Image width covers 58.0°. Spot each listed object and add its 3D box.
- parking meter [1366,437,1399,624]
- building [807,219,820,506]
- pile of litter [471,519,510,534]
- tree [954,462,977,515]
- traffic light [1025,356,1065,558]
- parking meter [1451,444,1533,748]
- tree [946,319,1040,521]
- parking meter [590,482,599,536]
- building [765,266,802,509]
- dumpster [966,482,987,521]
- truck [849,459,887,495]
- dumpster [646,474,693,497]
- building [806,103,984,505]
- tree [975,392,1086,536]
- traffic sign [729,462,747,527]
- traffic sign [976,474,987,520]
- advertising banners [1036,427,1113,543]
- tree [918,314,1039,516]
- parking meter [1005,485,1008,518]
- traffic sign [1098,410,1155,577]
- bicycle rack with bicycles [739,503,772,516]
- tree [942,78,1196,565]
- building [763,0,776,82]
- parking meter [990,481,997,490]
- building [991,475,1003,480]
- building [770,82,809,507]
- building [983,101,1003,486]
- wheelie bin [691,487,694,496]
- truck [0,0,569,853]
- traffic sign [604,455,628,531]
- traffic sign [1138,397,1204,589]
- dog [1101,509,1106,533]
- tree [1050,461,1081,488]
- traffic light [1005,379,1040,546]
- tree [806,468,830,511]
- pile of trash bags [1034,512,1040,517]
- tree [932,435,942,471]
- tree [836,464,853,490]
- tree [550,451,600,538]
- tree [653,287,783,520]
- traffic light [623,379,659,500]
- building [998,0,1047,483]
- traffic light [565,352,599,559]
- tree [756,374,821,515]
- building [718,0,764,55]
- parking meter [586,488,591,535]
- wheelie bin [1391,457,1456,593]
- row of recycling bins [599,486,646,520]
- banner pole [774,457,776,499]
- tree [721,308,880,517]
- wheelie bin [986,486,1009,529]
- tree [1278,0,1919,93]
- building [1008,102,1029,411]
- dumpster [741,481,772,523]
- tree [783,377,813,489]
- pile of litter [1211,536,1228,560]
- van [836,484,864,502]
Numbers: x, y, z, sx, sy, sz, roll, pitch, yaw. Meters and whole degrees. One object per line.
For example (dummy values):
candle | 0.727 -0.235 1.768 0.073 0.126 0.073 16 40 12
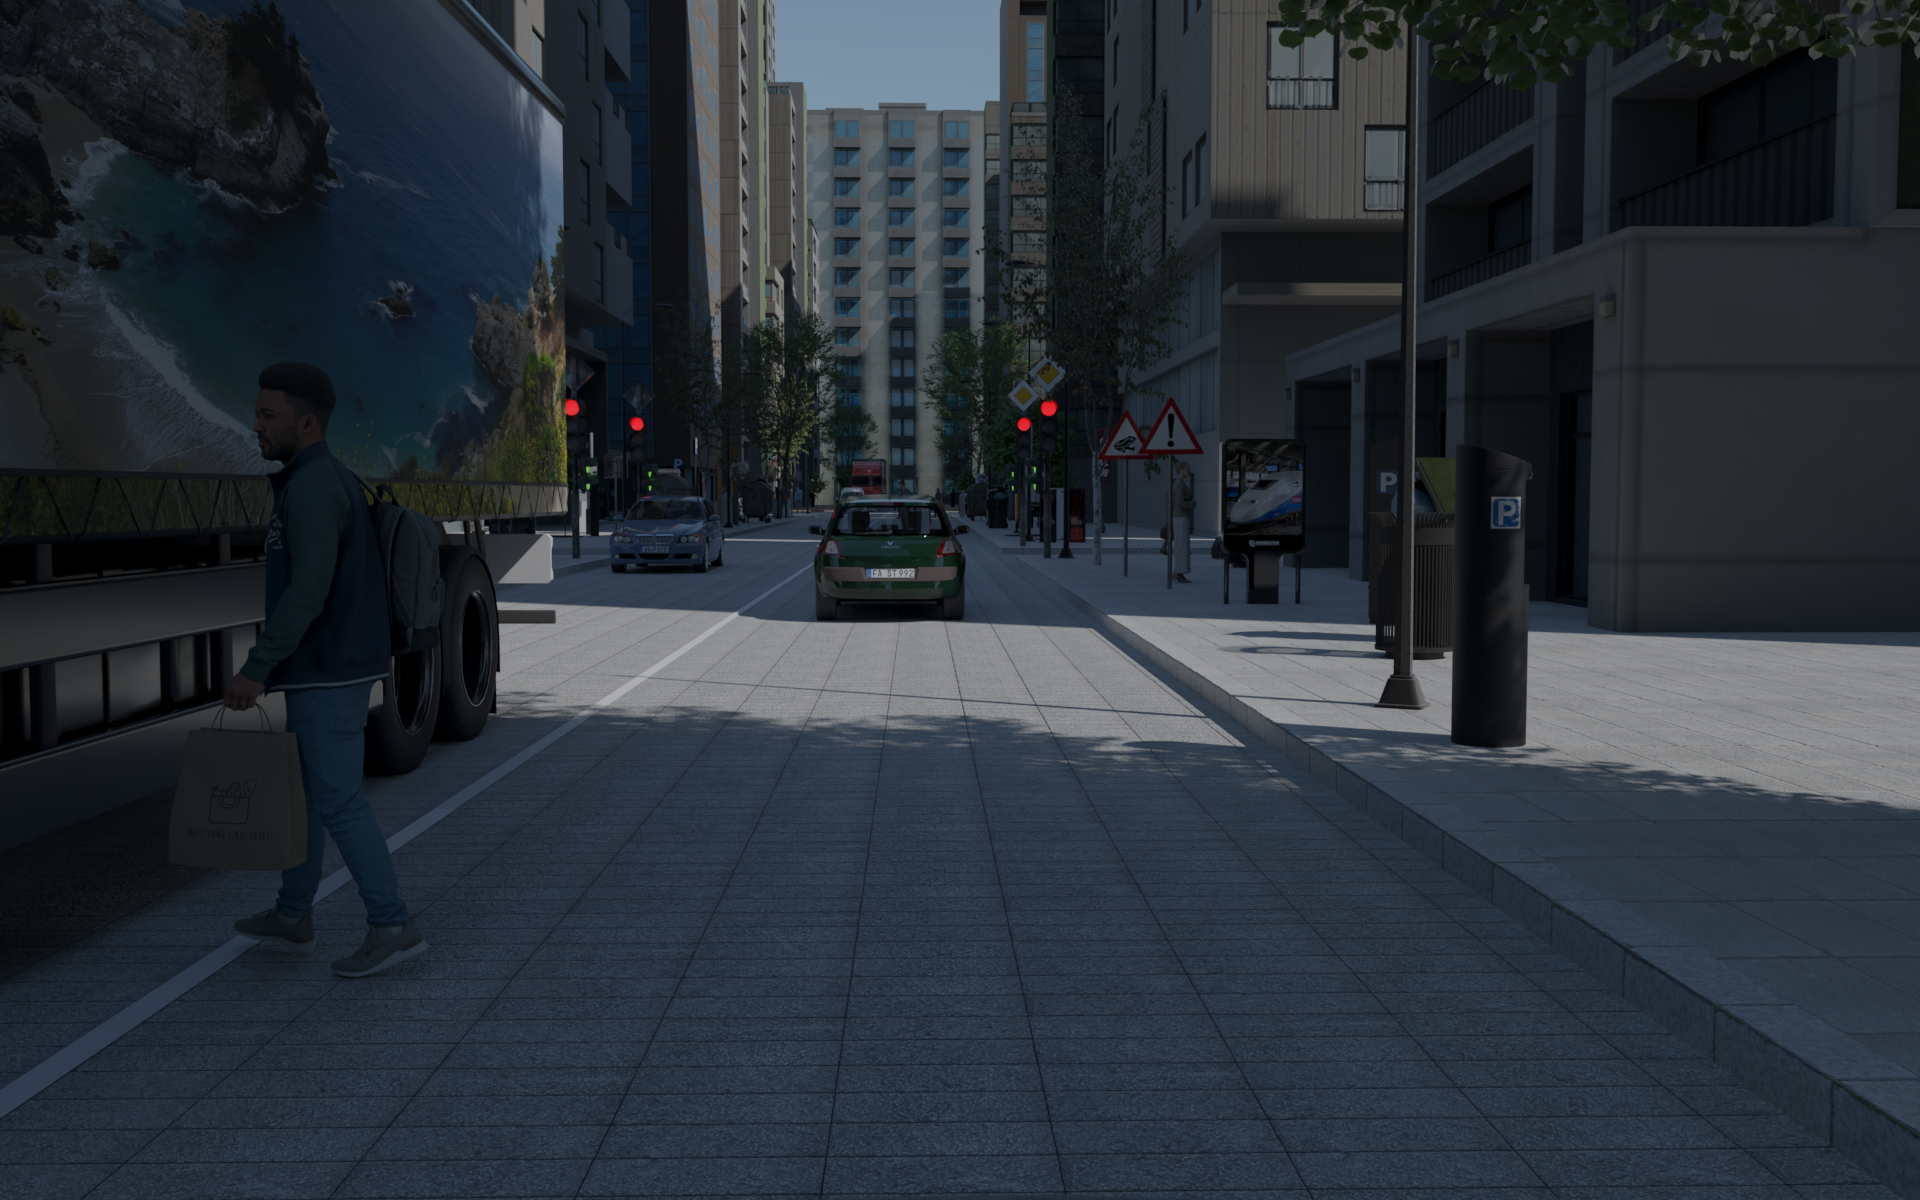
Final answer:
parking meter | 4.218 -0.699 17.142 0.399 1.863 0.255 1 4 14
building | -21.973 -25.166 183.173 14.107 30.474 14.160 0 4 -1
pile of litter | -12.990 -2.052 47.512 1.176 0.858 1.719 2 4 26
tree | 0.408 -6.786 105.559 1.663 3.219 1.824 0 3 0
traffic light | 1.732 -2.795 34.624 0.839 4.253 0.868 0 4 -1
parking meter | 2.726 -0.029 8.891 0.372 1.533 0.369 0 3 0
tree | 1.444 -7.551 73.816 4.737 8.622 4.395 0 3 0
parking meter | -11.122 -2.874 52.695 0.255 1.863 0.399 -1 4 -11
building | -28.182 -18.389 145.707 27.650 21.520 28.899 0 4 -1
dumpster | 0.960 -5.312 92.603 1.264 1.857 1.865 0 4 -1
truck | -7.275 -9.192 139.194 2.839 4.237 11.283 0 4 -1
dumpster | -8.665 -2.799 51.524 1.264 1.857 1.865 0 4 -1
building | -7.145 -36.404 214.806 30.456 49.044 23.786 0 4 -1
tree | 2.173 -4.232 52.900 4.285 4.588 4.351 0 3 0
traffic sign | -8.753 -4.158 68.095 0.768 2.556 0.104 0 4 4
traffic sign | 1.070 -5.143 86.220 0.606 2.300 0.079 0 3 0
advertising banners | 3.042 -3.024 45.631 2.074 3.025 0.090 1 4 11
tree | 1.167 -10.635 99.641 9.928 11.665 9.643 0 3 0
parking meter | 2.571 -5.362 93.378 0.255 1.863 0.399 1 4 16
traffic sign | 2.567 -1.638 26.792 0.884 2.594 0.081 0 4 4
bicycle rack with bicycles | -11.836 -5.292 99.913 2.925 0.926 2.852 -1 4 -19
tree | 2.403 -4.919 30.791 4.360 8.622 3.978 0 3 0
building | -33.545 -47.335 212.186 20.611 71.187 20.563 0 4 -1
parking meter | 1.532 -4.509 79.440 0.255 1.863 0.399 0 4 -6
building | 17.895 -28.897 164.343 32.217 40.220 23.993 0 4 -1
building | -22.115 -29.555 166.825 14.154 41.232 14.086 0 4 -1
building | 9.447 -30.583 183.631 14.154 41.232 14.086 0 4 -1
wheelie bin | -11.445 -3.949 72.467 0.980 1.594 0.693 -3 5 -41
truck | -3.931 -1.090 6.734 2.839 4.237 11.283 0 4 -1
traffic sign | -8.900 -2.611 44.818 0.606 2.300 0.079 0 4 4
traffic sign | 2.827 -1.425 23.297 0.884 2.594 0.081 0 4 0
dog | 4.493 -2.572 56.425 0.513 0.831 0.800 2 4 33
tree | 3.807 -4.597 69.769 1.663 3.219 1.824 0 3 0
traffic light | 1.536 -3.284 42.606 0.839 4.253 0.868 0 4 -1
tree | -10.769 -8.248 129.450 1.663 3.219 1.824 0 3 0
pile of trash bags | 5.310 -5.256 95.688 1.912 1.369 3.447 -2 4 -32
tree | 0.140 -11.607 140.131 4.360 8.622 3.978 0 3 0
tree | -11.843 -12.435 187.018 4.285 4.588 4.351 0 3 0
tree | -11.749 -3.468 51.296 1.663 3.219 1.824 0 3 0
tree | -8.983 -6.790 61.381 4.360 8.622 3.978 0 3 0
traffic light | -7.822 -3.269 42.362 0.839 4.253 0.868 0 4 -1
building | 10.527 -30.265 144.941 14.600 45.320 14.200 0 4 -1
traffic light | -7.626 -2.780 34.379 0.839 4.253 0.868 0 4 -1
tree | -10.474 -9.466 105.126 4.737 8.622 4.395 0 3 0
building | -21.514 -26.924 123.810 14.154 41.232 14.086 0 4 -1
parking meter | -11.604 -2.823 54.567 0.372 1.533 0.369 0 3 0
wheelie bin | 4.158 -0.435 15.027 0.980 1.594 0.693 -2 4 -29
row of recycling bins | -16.764 -4.867 86.691 3.534 1.692 1.069 0 4 1
banner pole | -11.574 -7.238 108.363 0.401 3.779 0.863 0 4 -8
tree | -9.632 -10.420 96.114 9.928 11.665 9.643 0 3 0
wheelie bin | 1.403 -3.470 64.641 0.693 1.594 0.980 -3 5 -43
tree | 3.285 -5.284 4.526 7.486 12.596 7.792 0 3 0
building | 10.542 -21.992 131.263 14.160 30.474 14.107 0 4 -1
dumpster | -9.065 -4.358 77.005 1.264 1.857 1.865 0 4 -1
tree | -9.562 -8.266 85.518 4.360 8.622 3.978 0 3 0
pile of litter | 5.672 -1.251 34.423 1.719 0.858 1.176 -3 4 -36
van | -6.528 -6.008 105.245 2.013 2.044 4.112 0 4 -3
